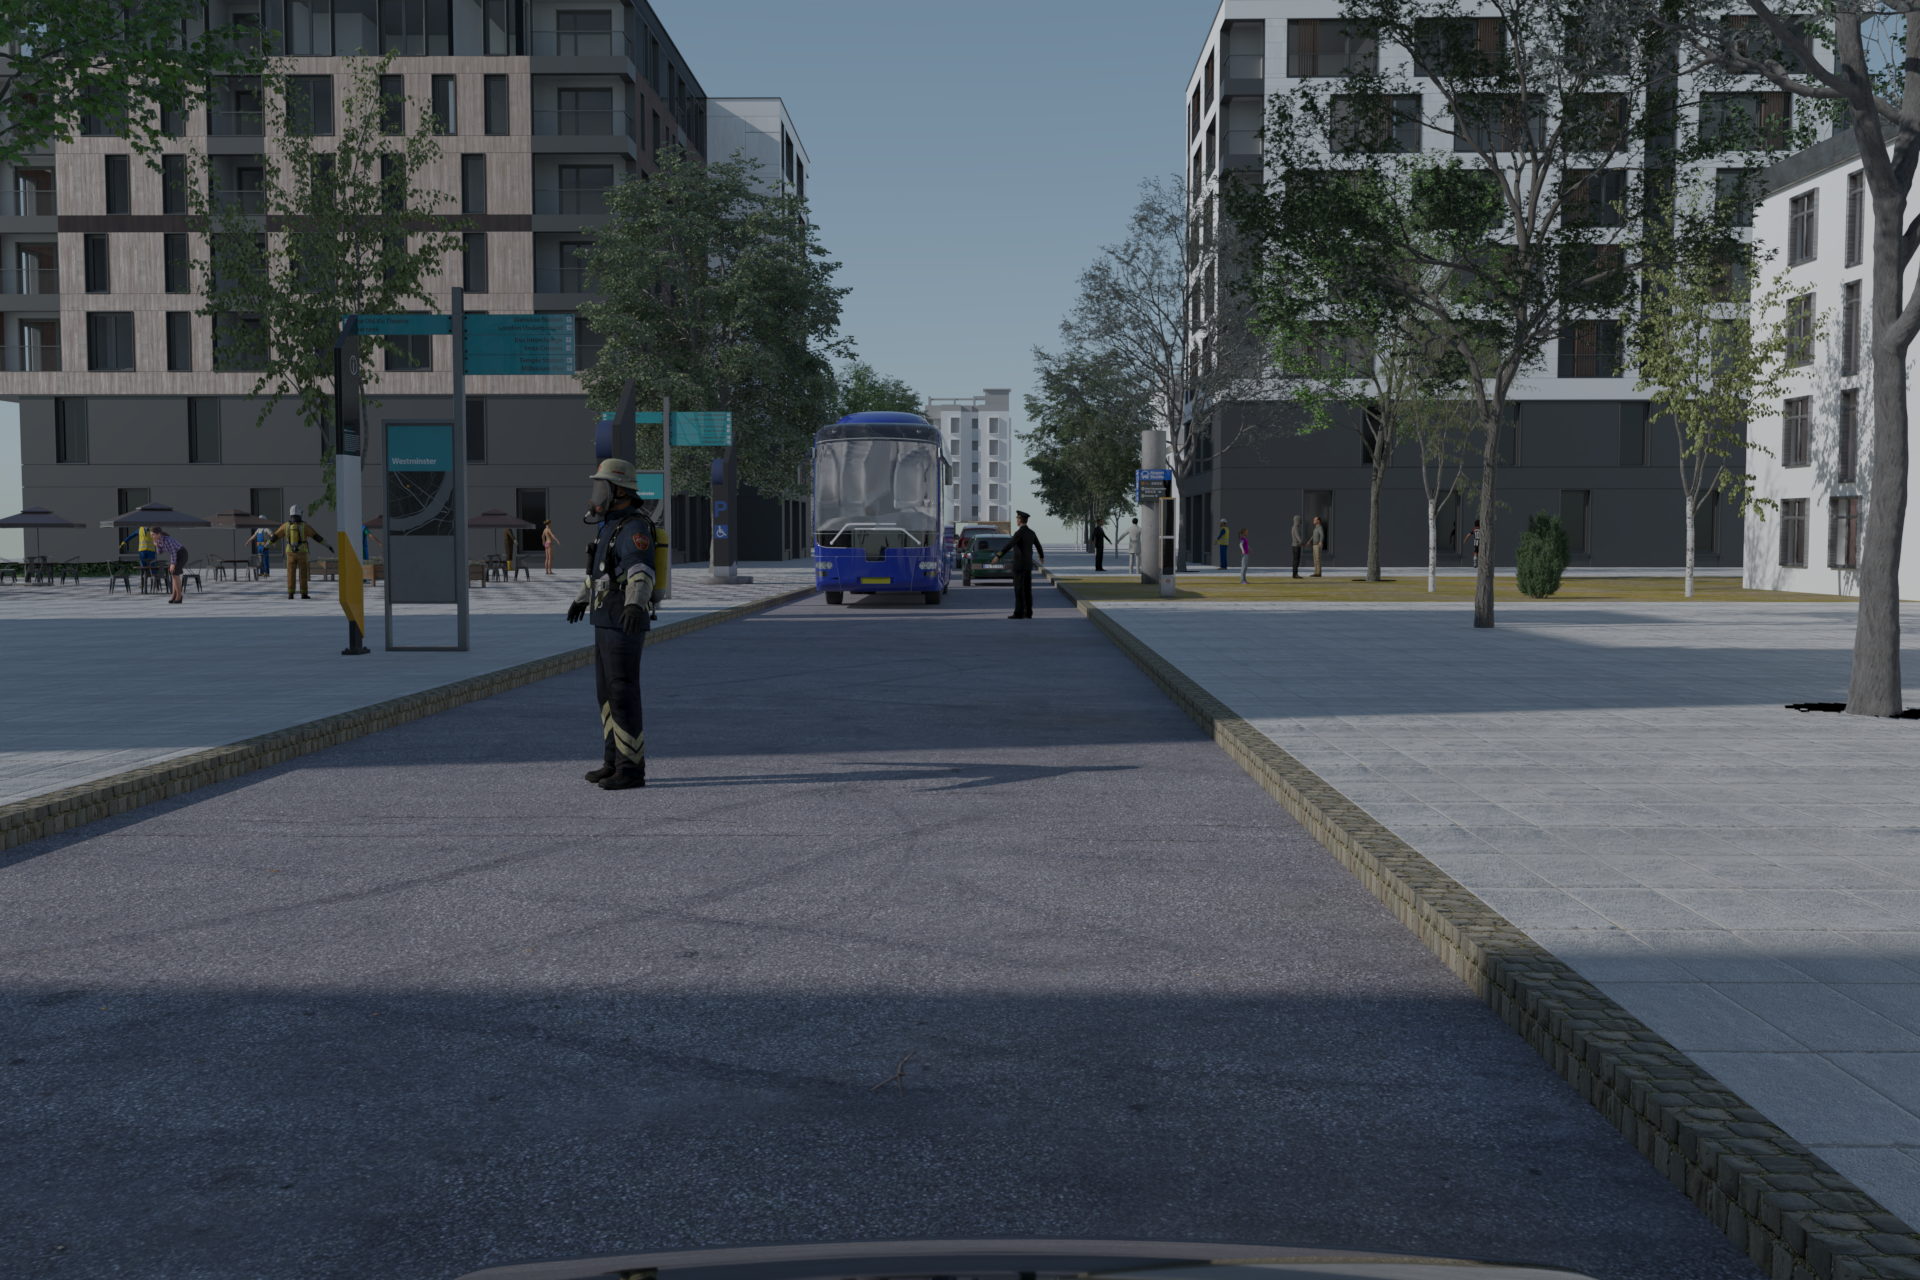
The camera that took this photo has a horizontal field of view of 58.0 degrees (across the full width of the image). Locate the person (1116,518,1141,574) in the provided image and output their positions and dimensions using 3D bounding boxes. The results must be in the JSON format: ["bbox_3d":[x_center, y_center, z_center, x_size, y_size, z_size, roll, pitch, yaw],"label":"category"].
[{"bbox_3d":[5.618,-3.013,55.451,1.347,1.806,0.705,1,4,21],"label":"person"}]

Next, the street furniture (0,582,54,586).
[{"bbox_3d":[-25.565,-1.695,34.568,9.812,1.723,11.010,2,4,32],"label":"street furniture"}]

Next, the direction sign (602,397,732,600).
[{"bbox_3d":[-5.694,-2.789,34.358,2.525,3.948,1.411,0,4,1],"label":"direction sign"}]

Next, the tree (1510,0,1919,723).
[{"bbox_3d":[6.581,-6.204,11.809,12.009,13.543,11.850,0,3,0],"label":"tree"}]

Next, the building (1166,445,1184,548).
[{"bbox_3d":[24.407,-13.546,163.627,9.099,9.664,28.070,0,4,2],"label":"building"}]

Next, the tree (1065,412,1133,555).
[{"bbox_3d":[8.110,-9.495,105.602,4.360,8.622,3.978,0,3,0],"label":"tree"}]

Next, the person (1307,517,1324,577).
[{"bbox_3d":[10.680,-2.788,51.862,0.705,1.796,1.348,0,4,-5],"label":"person"}]

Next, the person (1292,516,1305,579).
[{"bbox_3d":[9.732,-2.676,49.874,0.705,1.813,1.348,0,4,5],"label":"person"}]

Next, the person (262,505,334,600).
[{"bbox_3d":[-13.015,-1.728,34.021,1.354,1.858,0.705,-1,4,-9],"label":"person"}]

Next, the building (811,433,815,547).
[{"bbox_3d":[-23.498,-20.240,161.857,19.493,23.208,18.063,0,4,1],"label":"building"}]

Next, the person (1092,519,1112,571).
[{"bbox_3d":[4.846,-3.275,59.778,0.704,1.802,1.346,2,4,33],"label":"person"}]

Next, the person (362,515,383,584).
[{"bbox_3d":[-15.381,-2.343,44.435,1.347,1.817,0.704,1,4,19],"label":"person"}]

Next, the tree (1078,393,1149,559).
[{"bbox_3d":[8.207,-8.596,90.907,4.737,8.622,4.395,0,3,0],"label":"tree"}]

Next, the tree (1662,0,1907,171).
[{"bbox_3d":[28.247,-12.014,52.313,12.611,20.169,13.585,0,3,0],"label":"tree"}]

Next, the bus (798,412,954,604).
[{"bbox_3d":[-1.509,-2.870,38.479,2.896,3.916,12.251,0,4,1],"label":"bus"}]

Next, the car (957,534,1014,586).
[{"bbox_3d":[0.916,-2.402,49.059,2.009,1.686,4.222,0,4,0],"label":"car"}]

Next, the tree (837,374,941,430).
[{"bbox_3d":[-6.120,-14.242,139.508,9.857,13.997,8.962,0,3,0],"label":"tree"}]

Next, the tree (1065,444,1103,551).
[{"bbox_3d":[8.765,-11.122,132.210,4.360,8.622,3.978,0,3,0],"label":"tree"}]

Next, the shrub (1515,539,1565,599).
[{"bbox_3d":[11.530,-1.430,34.500,1.383,1.207,1.383,0,3,0],"label":"shrub"}]

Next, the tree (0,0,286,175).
[{"bbox_3d":[-8.979,-5.328,12.861,9.928,11.665,9.643,0,3,0],"label":"tree"}]

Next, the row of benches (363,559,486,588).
[{"bbox_3d":[-13.210,-1.620,41.958,4.104,0.672,1.422,2,4,24],"label":"row of benches"}]

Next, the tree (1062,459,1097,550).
[{"bbox_3d":[9.732,-11.470,137.890,4.360,8.622,3.978,0,3,0],"label":"tree"}]

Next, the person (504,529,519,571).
[{"bbox_3d":[-15.689,-3.319,60.395,0.704,1.812,1.346,-2,4,-30],"label":"person"}]

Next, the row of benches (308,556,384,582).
[{"bbox_3d":[-16.747,-2.016,48.428,1.422,0.672,4.104,1,4,19],"label":"row of benches"}]

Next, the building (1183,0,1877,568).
[{"bbox_3d":[24.381,-14.559,82.006,27.936,21.610,32.646,0,4,2],"label":"building"}]

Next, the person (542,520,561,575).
[{"bbox_3d":[-12.925,-2.936,54.814,0.721,1.733,1.217,-3,4,-38],"label":"person"}]

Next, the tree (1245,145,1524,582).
[{"bbox_3d":[11.384,-7.391,46.601,9.928,11.665,9.643,0,3,0],"label":"tree"}]

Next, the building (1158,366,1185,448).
[{"bbox_3d":[27.236,-20.574,192.806,16.016,20.090,11.380,0,4,2],"label":"building"}]

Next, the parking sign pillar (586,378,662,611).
[{"bbox_3d":[-5.813,-2.500,29.350,1.447,3.967,1.447,0,4,0],"label":"parking sign pillar"}]

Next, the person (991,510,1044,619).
[{"bbox_3d":[1.039,-1.279,29.308,0.705,1.837,1.347,3,5,41],"label":"person"}]

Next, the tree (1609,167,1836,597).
[{"bbox_3d":[14.966,-5.177,35.005,4.737,8.622,4.395,0,3,0],"label":"tree"}]

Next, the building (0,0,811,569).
[{"bbox_3d":[-22.353,-14.399,79.394,27.936,21.610,32.646,0,4,1],"label":"building"}]

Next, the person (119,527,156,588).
[{"bbox_3d":[-19.466,-2.140,41.459,1.216,1.772,0.721,-1,4,-10],"label":"person"}]

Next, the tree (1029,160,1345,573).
[{"bbox_3d":[7.445,-9.017,57.800,12.009,13.543,11.850,0,3,0],"label":"tree"}]

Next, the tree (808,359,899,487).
[{"bbox_3d":[-7.009,-10.814,102.570,9.928,11.665,9.643,0,3,0],"label":"tree"}]

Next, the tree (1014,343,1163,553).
[{"bbox_3d":[8.744,-12.750,115.114,9.857,13.997,8.962,0,3,0],"label":"tree"}]

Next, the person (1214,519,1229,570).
[{"bbox_3d":[9.417,-3.433,62.105,0.705,1.833,1.349,2,4,25],"label":"person"}]

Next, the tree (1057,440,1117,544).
[{"bbox_3d":[16.628,-19.570,226.621,9.857,13.997,8.962,0,3,0],"label":"tree"}]

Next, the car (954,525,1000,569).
[{"bbox_3d":[0.863,-3.970,73.575,2.281,1.827,5.304,0,4,1],"label":"car"}]

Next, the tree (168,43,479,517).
[{"bbox_3d":[-9.209,-4.591,25.431,4.737,8.622,4.395,0,3,0],"label":"tree"}]

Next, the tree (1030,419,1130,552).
[{"bbox_3d":[9.267,-11.657,124.998,8.767,10.594,7.601,0,4,2],"label":"tree"}]

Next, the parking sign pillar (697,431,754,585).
[{"bbox_3d":[-6.052,-3.433,44.597,1.447,3.967,1.447,0,4,2],"label":"parking sign pillar"}]

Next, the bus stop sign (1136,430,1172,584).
[{"bbox_3d":[4.952,-3.380,44.282,0.837,3.901,0.837,0,4,0],"label":"bus stop sign"}]

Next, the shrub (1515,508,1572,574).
[{"bbox_3d":[16.782,-2.775,49.797,1.690,2.028,1.600,0,3,0],"label":"shrub"}]

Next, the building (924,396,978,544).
[{"bbox_3d":[-4.415,-22.682,229.722,11.380,20.090,16.016,0,4,6],"label":"building"}]

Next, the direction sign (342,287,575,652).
[{"bbox_3d":[-5.416,-1.874,19.395,2.525,3.948,1.411,0,4,2],"label":"direction sign"}]

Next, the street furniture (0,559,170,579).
[{"bbox_3d":[-28.425,-2.165,51.021,10.072,0.657,5.734,-2,4,-32],"label":"street furniture"}]

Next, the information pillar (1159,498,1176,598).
[{"bbox_3d":[4.192,-1.865,34.991,0.304,2.012,0.304,0,4,0],"label":"information pillar"}]

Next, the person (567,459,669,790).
[{"bbox_3d":[-1.966,-0.098,9.844,0.705,1.856,1.354,-2,4,-26],"label":"person"}]

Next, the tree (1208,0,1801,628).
[{"bbox_3d":[6.955,-5.429,23.182,8.767,10.594,7.601,3,4,38],"label":"tree"}]

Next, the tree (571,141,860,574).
[{"bbox_3d":[-7.900,-9.120,55.768,9.857,13.997,8.962,0,3,0],"label":"tree"}]

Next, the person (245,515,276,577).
[{"bbox_3d":[-20.978,-2.828,52.097,1.347,1.847,0.705,2,4,31],"label":"person"}]

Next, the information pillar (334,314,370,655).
[{"bbox_3d":[-6.459,-1.649,18.324,0.183,3.616,0.504,0,4,2],"label":"information pillar"}]

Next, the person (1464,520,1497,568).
[{"bbox_3d":[19.582,-3.619,65.313,1.345,1.843,0.704,3,5,44],"label":"person"}]

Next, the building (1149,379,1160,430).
[{"bbox_3d":[27.847,-21.558,208.899,16.016,20.090,11.380,0,4,2],"label":"building"}]

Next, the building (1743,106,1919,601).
[{"bbox_3d":[22.718,-5.184,26.901,9.099,9.664,28.070,0,4,1],"label":"building"}]

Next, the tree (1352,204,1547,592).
[{"bbox_3d":[10.560,-5.399,38.644,4.360,8.622,3.978,0,3,0],"label":"tree"}]

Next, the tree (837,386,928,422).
[{"bbox_3d":[-6.001,-11.967,121.422,9.928,11.665,9.643,0,3,0],"label":"tree"}]

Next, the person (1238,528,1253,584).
[{"bbox_3d":[7.387,-2.161,44.598,0.599,1.433,0.991,1,4,22],"label":"person"}]

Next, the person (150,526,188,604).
[{"bbox_3d":[-14.504,-1.377,31.791,0.421,1.427,0.697,2,4,32],"label":"person"}]
